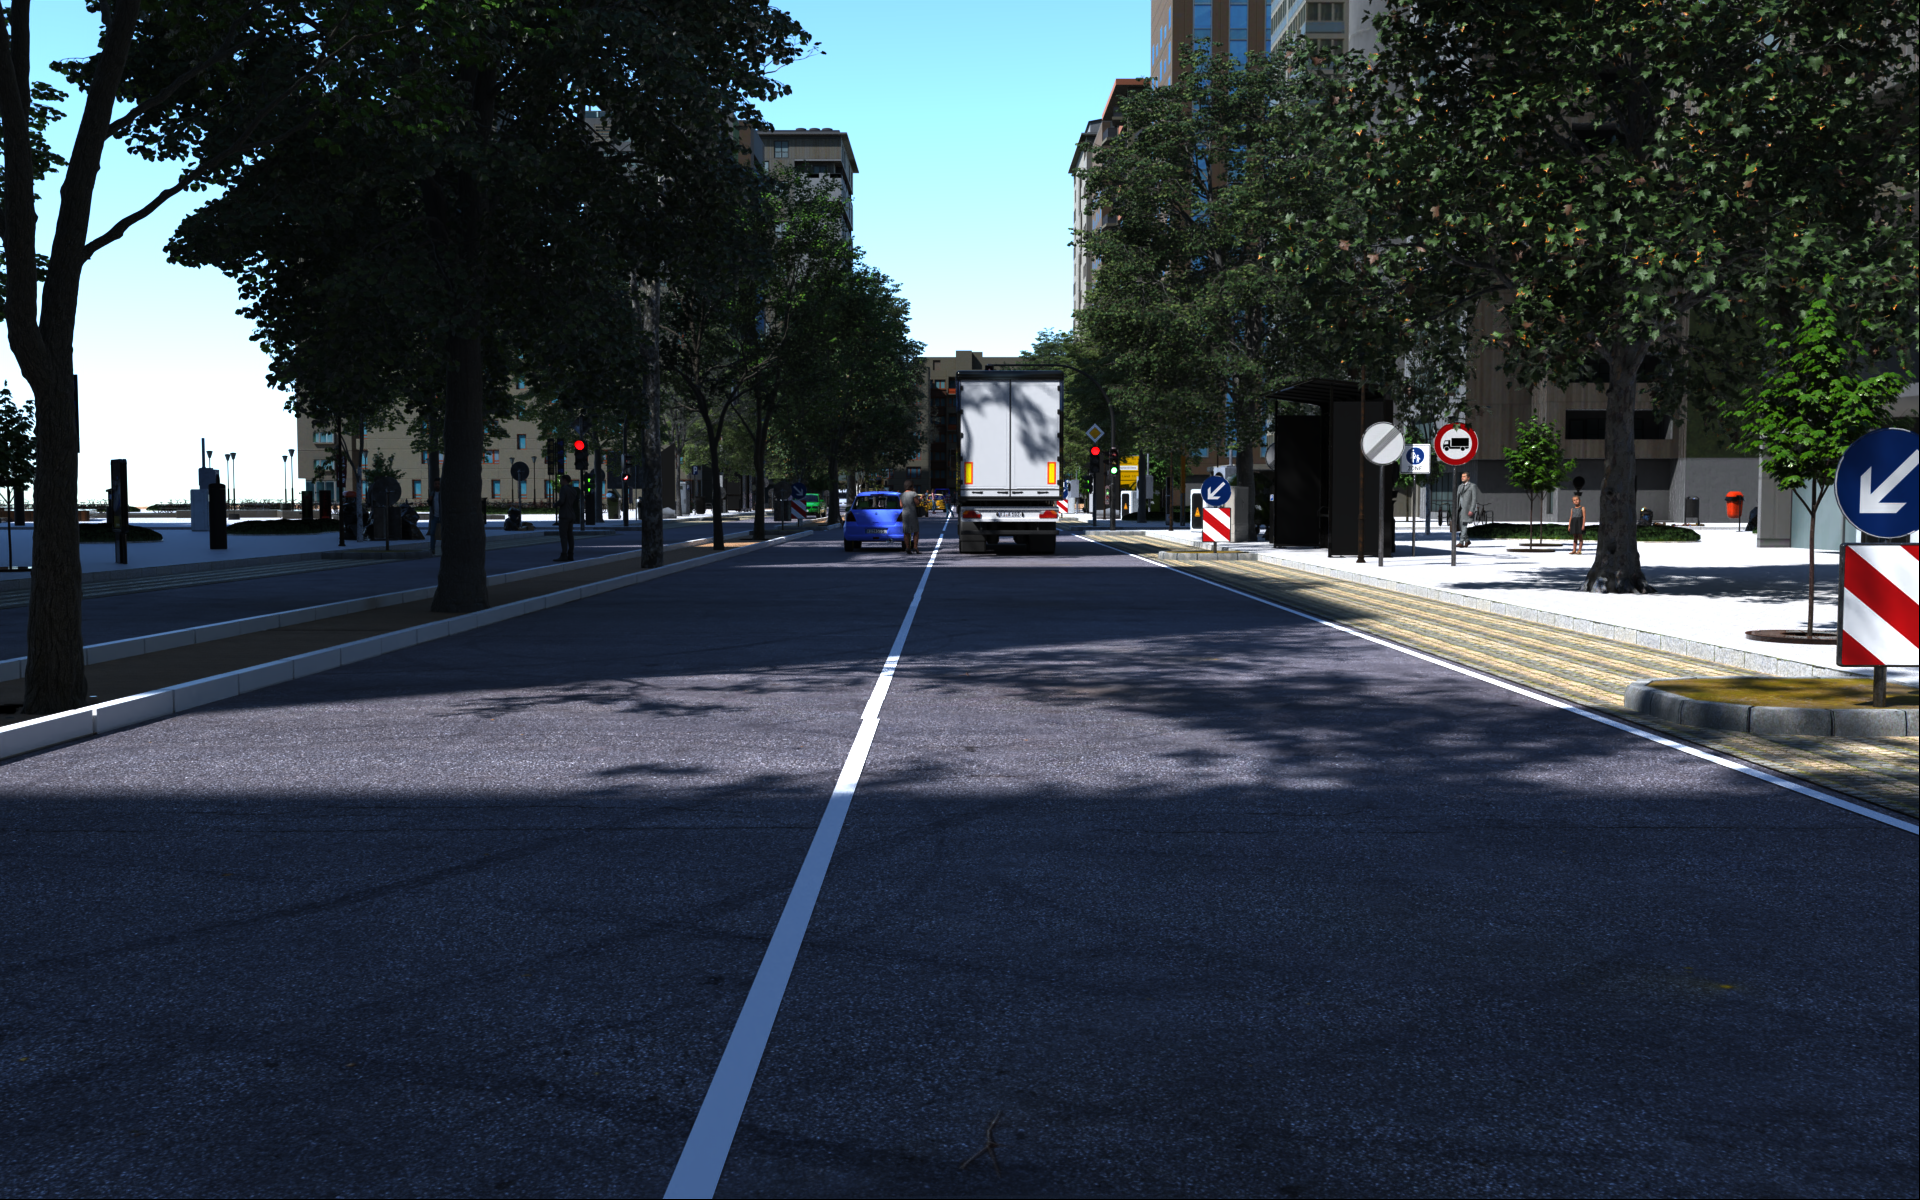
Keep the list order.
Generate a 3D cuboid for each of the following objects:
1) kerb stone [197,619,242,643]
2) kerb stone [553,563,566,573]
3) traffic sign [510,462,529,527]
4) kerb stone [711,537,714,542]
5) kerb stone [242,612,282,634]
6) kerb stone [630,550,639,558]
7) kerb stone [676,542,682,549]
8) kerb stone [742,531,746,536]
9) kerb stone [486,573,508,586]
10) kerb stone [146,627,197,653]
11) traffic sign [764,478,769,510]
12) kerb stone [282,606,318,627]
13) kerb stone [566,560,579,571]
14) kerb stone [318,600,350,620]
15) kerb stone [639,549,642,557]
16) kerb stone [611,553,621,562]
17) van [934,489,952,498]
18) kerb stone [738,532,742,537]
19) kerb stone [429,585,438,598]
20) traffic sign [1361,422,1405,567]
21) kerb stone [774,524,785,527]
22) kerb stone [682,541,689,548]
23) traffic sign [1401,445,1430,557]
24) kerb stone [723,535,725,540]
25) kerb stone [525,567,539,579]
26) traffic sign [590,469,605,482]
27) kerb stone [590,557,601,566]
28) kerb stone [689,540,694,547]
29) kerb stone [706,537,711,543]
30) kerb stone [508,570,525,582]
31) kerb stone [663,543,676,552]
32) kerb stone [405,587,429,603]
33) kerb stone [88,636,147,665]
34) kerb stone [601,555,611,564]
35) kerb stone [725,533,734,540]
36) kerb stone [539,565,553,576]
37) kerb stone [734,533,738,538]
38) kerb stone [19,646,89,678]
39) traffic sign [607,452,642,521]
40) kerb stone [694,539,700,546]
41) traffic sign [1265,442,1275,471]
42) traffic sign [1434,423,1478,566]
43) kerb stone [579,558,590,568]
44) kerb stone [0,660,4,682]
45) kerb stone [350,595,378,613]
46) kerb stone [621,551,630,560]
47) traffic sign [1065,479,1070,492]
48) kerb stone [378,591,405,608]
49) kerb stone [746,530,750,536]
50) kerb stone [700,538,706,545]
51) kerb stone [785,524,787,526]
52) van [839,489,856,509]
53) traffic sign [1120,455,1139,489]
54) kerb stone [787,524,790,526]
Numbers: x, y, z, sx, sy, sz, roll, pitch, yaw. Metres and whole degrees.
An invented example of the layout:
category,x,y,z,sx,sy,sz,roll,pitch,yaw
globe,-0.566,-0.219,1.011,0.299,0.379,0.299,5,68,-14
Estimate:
category,x,y,z,sx,sy,sz,roll,pitch,yaw
kerb stone,-7.324,0.320,16.967,0.120,0.150,1.000,0,3,0
kerb stone,-7.344,-0.555,31.317,0.120,0.150,1.000,0,3,0
traffic sign,-17.230,-4.140,67.797,0.768,2.556,0.104,0,4,8
kerb stone,-7.367,-1.749,50.793,0.120,0.150,1.000,0,3,0
kerb stone,-7.330,0.257,17.989,0.120,0.150,1.000,0,3,0
kerb stone,-7.350,-0.997,38.493,0.120,0.150,1.000,0,3,0
kerb stone,-7.362,-1.373,44.640,0.120,0.150,1.000,0,3,0
kerb stone,-7.369,-2.184,58.001,0.120,0.150,1.000,0,3,0
kerb stone,-7.333,-0.307,27.209,0.120,0.150,1.000,0,3,0
kerb stone,-7.328,0.384,15.945,0.120,0.150,1.000,0,3,0
traffic sign,-15.303,-8.271,135.341,0.768,2.556,0.104,0,4,6
kerb stone,-7.325,0.195,19.012,0.120,0.150,1.000,0,3,0
kerb stone,-7.337,-0.618,32.344,0.120,0.150,1.000,0,3,0
kerb stone,-7.328,0.132,20.034,0.120,0.150,1.000,0,3,0
kerb stone,-7.348,-1.059,39.515,0.120,0.150,1.000,0,3,0
kerb stone,-7.353,-0.872,36.446,0.120,0.150,1.000,0,3,0
van,-2.039,-11.903,198.995,2.240,2.365,5.245,0,4,0
kerb stone,-7.373,-2.127,56.970,0.120,0.150,1.000,0,3,0
kerb stone,-7.330,-0.112,24.137,0.120,0.150,1.000,0,3,0
traffic sign,7.456,-1.866,30.609,0.768,2.556,0.104,0,4,5
kerb stone,-7.384,-2.975,70.847,0.120,0.150,1.000,0,3,0
kerb stone,-7.360,-1.436,45.677,0.120,0.150,1.000,0,3,0
traffic sign,9.304,-2.039,35.470,0.606,2.300,0.079,0,4,7
kerb stone,-7.367,-1.875,52.852,0.120,0.150,1.000,0,3,0
kerb stone,-7.336,-0.432,29.265,0.120,0.150,1.000,0,3,0
traffic sign,-17.513,-5.110,83.651,0.768,2.556,0.104,0,4,2
kerb stone,-7.339,-0.743,34.392,0.120,0.150,1.000,0,3,0
kerb stone,-7.365,-1.499,46.705,0.120,0.150,1.000,0,3,0
kerb stone,-7.364,-1.684,49.771,0.120,0.150,1.000,0,3,0
kerb stone,-7.329,-0.366,28.243,0.120,0.150,1.000,0,3,0
kerb stone,-7.349,-1.304,43.610,0.120,0.150,1.000,0,3,0
kerb stone,-7.325,-0.053,23.102,0.120,0.150,1.000,0,3,0
kerb stone,-7.322,0.445,14.918,0.120,0.150,1.000,0,3,0
kerb stone,-7.346,-0.796,35.425,0.120,0.150,1.000,0,3,0
kerb stone,-7.361,-2.001,54.909,0.120,0.150,1.000,0,3,0
kerb stone,-7.340,-0.495,30.295,0.120,0.150,1.000,0,3,0
kerb stone,-7.371,-2.060,55.936,0.120,0.150,1.000,0,3,0
kerb stone,-7.322,0.508,13.896,0.120,0.150,1.000,0,3,0
traffic sign,-15.961,-5.492,83.664,2.265,3.308,0.079,1,4,8
kerb stone,-7.359,-1.562,47.727,0.120,0.150,1.000,0,3,0
traffic sign,7.676,-2.530,41.465,0.768,2.556,0.104,0,4,5
traffic sign,8.786,-1.875,30.754,0.768,2.556,0.104,0,4,6
kerb stone,-7.339,-0.681,33.370,0.120,0.150,1.000,0,3,0
kerb stone,-7.320,0.570,12.870,0.120,0.150,1.000,0,3,0
kerb stone,-7.332,0.070,21.058,0.120,0.150,1.000,0,3,0
kerb stone,-7.351,-0.931,37.469,0.120,0.150,1.000,0,3,0
traffic sign,8.961,-8.775,143.573,0.768,2.556,0.104,0,4,4
kerb stone,-7.329,0.007,22.080,0.120,0.150,1.000,0,3,0
kerb stone,-7.371,-2.249,59.027,0.120,0.150,1.000,0,3,0
kerb stone,-7.364,-1.622,48.749,0.120,0.150,1.000,0,3,0
kerb stone,-7.381,-3.038,71.872,0.120,0.150,1.000,0,3,0
van,-9.394,-8.201,141.099,2.013,2.044,4.112,0,4,0
traffic sign,8.502,-5.935,90.902,2.265,3.308,0.079,1,4,9
kerb stone,-7.383,-3.099,72.895,0.120,0.150,1.000,0,3,0
